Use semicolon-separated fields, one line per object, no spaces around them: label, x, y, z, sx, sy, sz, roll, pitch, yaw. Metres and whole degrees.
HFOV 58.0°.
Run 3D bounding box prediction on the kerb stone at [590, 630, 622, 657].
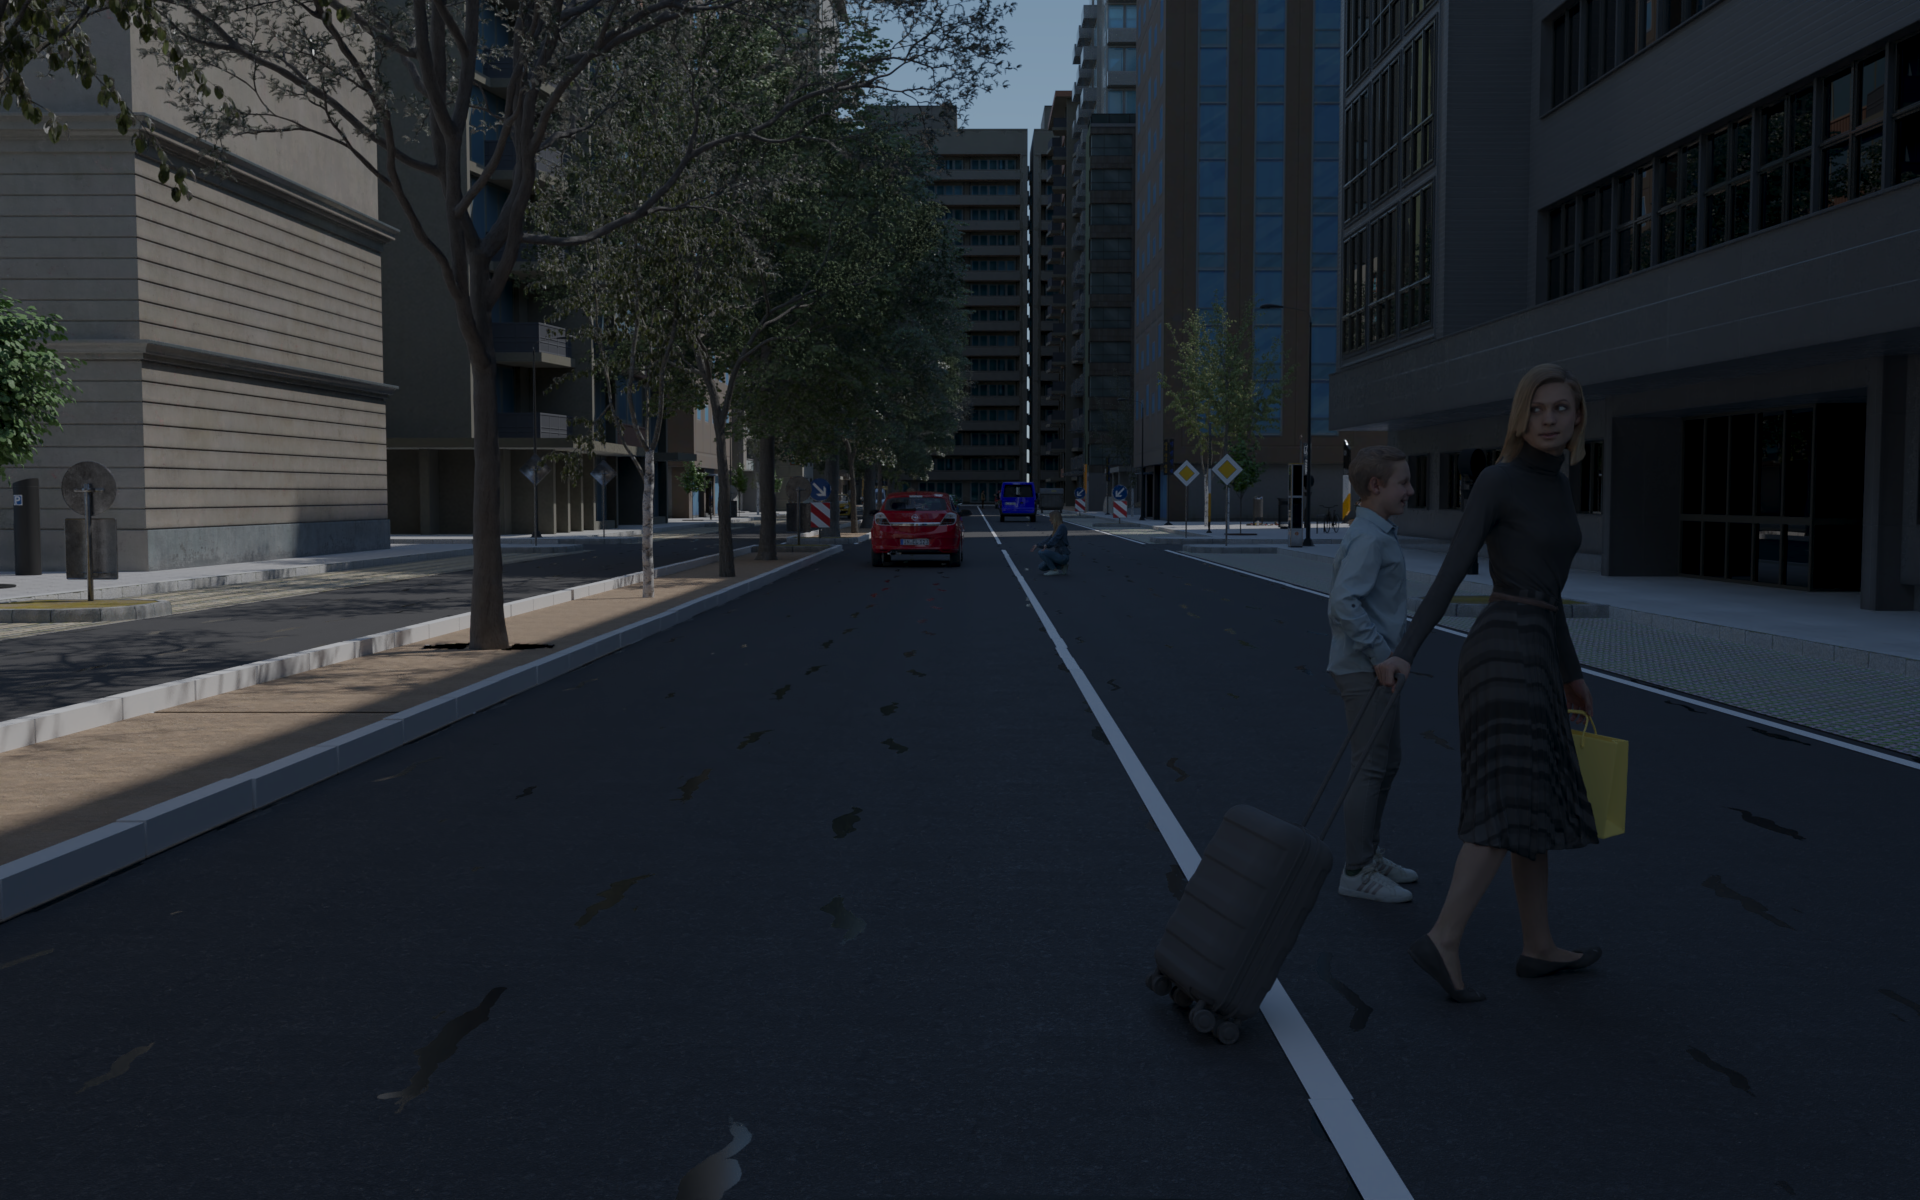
kerb stone;-3.207;0.410;15.503;0.120;0.150;1.000;0;4;0

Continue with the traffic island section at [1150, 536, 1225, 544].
traffic island section;6.653;-1.746;50.824;2.009;0.180;2.903;0;4;0

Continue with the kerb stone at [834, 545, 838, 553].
kerb stone;-3.049;-1.154;41.142;0.120;0.150;1.000;0;4;0

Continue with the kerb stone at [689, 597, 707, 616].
kerb stone;-3.175;0.096;20.623;0.120;0.150;1.000;0;4;0

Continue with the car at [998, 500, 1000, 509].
car;4.533;-9.207;162.332;2.131;1.459;4.920;0;4;-2

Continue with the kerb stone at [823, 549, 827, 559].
kerb stone;-3.071;-0.967;38.069;0.120;0.150;1.000;0;4;0

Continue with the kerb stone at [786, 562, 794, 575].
kerb stone;-3.112;-0.531;30.879;0.120;0.150;1.000;0;4;0

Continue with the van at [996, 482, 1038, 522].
van;3.004;-5.253;90.268;2.240;2.365;5.245;0;4;1

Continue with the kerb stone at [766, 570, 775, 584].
kerb stone;-3.124;-0.343;27.803;0.120;0.150;1.000;0;4;0

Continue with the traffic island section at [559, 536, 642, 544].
traffic island section;-10.488;-1.752;50.929;2.009;0.180;2.903;0;4;0

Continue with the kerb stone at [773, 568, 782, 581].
kerb stone;-3.117;-0.399;28.825;0.120;0.150;1.000;0;4;0

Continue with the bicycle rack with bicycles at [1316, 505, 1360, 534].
bicycle rack with bicycles;12.871;-2.652;56.745;2.852;0.926;2.925;1;4;20

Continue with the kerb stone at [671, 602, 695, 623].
kerb stone;-3.173;0.159;19.599;0.120;0.150;1.000;0;4;0

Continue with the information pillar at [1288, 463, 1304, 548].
information pillar;8.054;-2.266;41.548;0.304;2.012;0.304;0;4;-3

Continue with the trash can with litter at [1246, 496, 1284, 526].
trash can with litter;12.473;-3.632;70.448;2.233;1.210;1.678;-3;4;-38

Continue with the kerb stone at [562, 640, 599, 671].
kerb stone;-3.210;0.474;14.481;0.120;0.150;1.000;0;4;0

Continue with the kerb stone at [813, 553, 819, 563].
kerb stone;-3.080;-0.845;36.016;0.120;0.150;1.000;0;4;0

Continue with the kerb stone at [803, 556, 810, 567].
kerb stone;-3.093;-0.720;33.962;0.120;0.150;1.000;0;4;0

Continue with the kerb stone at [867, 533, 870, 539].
kerb stone;-2.973;-1.941;53.981;0.120;0.150;1.000;0;4;0

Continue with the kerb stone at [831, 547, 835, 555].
kerb stone;-3.060;-1.096;40.120;0.120;0.150;1.000;0;4;0

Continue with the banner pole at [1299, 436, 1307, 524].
banner pole;14.766;-5.154;74.284;0.863;3.779;0.401;-2;4;-34

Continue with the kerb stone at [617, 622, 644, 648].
kerb stone;-3.194;0.348;16.529;0.120;0.150;1.000;0;4;0

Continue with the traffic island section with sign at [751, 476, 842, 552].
traffic island section with sign;-4.084;-2.141;43.140;2.006;1.907;1.989;0;4;0

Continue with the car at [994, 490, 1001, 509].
car;4.477;-9.965;171.597;2.281;1.827;5.304;0;4;1

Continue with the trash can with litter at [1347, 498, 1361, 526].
trash can with litter;16.055;-3.583;69.967;0.624;1.170;1.055;-2;4;-29

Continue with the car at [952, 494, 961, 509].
car;-0.973;-9.522;167.486;2.131;1.459;4.920;0;4;1

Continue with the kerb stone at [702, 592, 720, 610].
kerb stone;-3.166;0.034;21.645;0.120;0.150;1.000;0;4;0

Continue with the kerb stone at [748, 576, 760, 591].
kerb stone;-3.135;-0.216;25.756;0.120;0.150;1.000;0;4;0

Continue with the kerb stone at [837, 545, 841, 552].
kerb stone;-3.045;-1.213;42.168;0.120;0.150;1.000;0;4;0

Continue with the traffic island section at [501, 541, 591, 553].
traffic island section;-10.535;-1.264;42.944;2.009;0.180;2.903;0;4;0

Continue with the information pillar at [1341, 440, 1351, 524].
information pillar;16.731;-5.113;74.945;0.183;3.616;0.504;-1;4;-20

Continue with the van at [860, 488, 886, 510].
van;-5.854;-6.889;119.644;2.013;2.044;4.112;0;4;-1

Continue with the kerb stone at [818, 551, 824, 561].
kerb stone;-3.073;-0.908;37.041;0.120;0.150;1.000;0;4;0

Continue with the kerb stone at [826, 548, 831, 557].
kerb stone;-3.066;-1.030;39.090;0.120;0.150;1.000;0;4;0

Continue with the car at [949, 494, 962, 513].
car;-0.954;-4.363;83.132;2.131;1.459;4.920;0;4;0

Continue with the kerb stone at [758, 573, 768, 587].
kerb stone;-3.130;-0.277;26.780;0.120;0.150;1.000;0;4;0

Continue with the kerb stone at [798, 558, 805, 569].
kerb stone;-3.105;-0.654;32.935;0.120;0.150;1.000;0;4;0

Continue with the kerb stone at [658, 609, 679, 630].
kerb stone;-3.182;0.231;18.578;0.120;0.150;1.000;0;4;0

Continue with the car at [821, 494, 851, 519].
car;-7.213;-5.619;102.094;2.015;1.641;3.980;0;4;-1

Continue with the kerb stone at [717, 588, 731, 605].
kerb stone;-3.157;-0.023;22.667;0.120;0.150;1.000;0;4;0

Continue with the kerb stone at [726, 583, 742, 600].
kerb stone;-3.150;-0.092;23.694;0.120;0.150;1.000;0;4;0

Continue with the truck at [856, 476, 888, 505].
truck;-6.725;-9.050;143.889;3.469;3.379;9.791;0;4;0

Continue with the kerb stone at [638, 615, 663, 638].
kerb stone;-3.190;0.288;17.555;0.120;0.150;1.000;0;4;0

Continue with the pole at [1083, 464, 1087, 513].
pole;8.569;-7.628;118.560;0.158;3.312;0.155;0;3;0

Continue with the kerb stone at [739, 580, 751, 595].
kerb stone;-3.146;-0.154;24.726;0.120;0.150;1.000;0;4;0

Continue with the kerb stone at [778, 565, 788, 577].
kerb stone;-3.116;-0.469;29.857;0.120;0.150;1.000;0;4;0

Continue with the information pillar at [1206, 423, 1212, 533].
information pillar;8.187;-4.003;56.802;0.183;3.616;0.504;0;4;7

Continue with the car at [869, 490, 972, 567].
car;-0.837;-1.626;35.633;2.155;1.783;4.494;0;4;1

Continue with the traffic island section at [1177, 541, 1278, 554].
traffic island section;6.606;-1.257;42.839;2.009;0.180;2.903;0;4;0

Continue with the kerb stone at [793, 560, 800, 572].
kerb stone;-3.105;-0.594;31.907;0.120;0.150;1.000;0;4;0

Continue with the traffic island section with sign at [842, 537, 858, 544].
traffic island section with sign;-4.031;-2.594;50.547;2.006;1.907;1.989;0;4;0

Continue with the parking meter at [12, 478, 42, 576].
parking meter;-14.726;-1.158;27.338;0.372;1.533;0.369;0;3;0

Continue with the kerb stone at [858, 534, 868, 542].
kerb stone;-2.976;-1.881;52.953;0.120;0.150;1.000;0;4;0

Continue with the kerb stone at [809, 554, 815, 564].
kerb stone;-3.089;-0.781;34.984;0.120;0.150;1.000;0;4;0
